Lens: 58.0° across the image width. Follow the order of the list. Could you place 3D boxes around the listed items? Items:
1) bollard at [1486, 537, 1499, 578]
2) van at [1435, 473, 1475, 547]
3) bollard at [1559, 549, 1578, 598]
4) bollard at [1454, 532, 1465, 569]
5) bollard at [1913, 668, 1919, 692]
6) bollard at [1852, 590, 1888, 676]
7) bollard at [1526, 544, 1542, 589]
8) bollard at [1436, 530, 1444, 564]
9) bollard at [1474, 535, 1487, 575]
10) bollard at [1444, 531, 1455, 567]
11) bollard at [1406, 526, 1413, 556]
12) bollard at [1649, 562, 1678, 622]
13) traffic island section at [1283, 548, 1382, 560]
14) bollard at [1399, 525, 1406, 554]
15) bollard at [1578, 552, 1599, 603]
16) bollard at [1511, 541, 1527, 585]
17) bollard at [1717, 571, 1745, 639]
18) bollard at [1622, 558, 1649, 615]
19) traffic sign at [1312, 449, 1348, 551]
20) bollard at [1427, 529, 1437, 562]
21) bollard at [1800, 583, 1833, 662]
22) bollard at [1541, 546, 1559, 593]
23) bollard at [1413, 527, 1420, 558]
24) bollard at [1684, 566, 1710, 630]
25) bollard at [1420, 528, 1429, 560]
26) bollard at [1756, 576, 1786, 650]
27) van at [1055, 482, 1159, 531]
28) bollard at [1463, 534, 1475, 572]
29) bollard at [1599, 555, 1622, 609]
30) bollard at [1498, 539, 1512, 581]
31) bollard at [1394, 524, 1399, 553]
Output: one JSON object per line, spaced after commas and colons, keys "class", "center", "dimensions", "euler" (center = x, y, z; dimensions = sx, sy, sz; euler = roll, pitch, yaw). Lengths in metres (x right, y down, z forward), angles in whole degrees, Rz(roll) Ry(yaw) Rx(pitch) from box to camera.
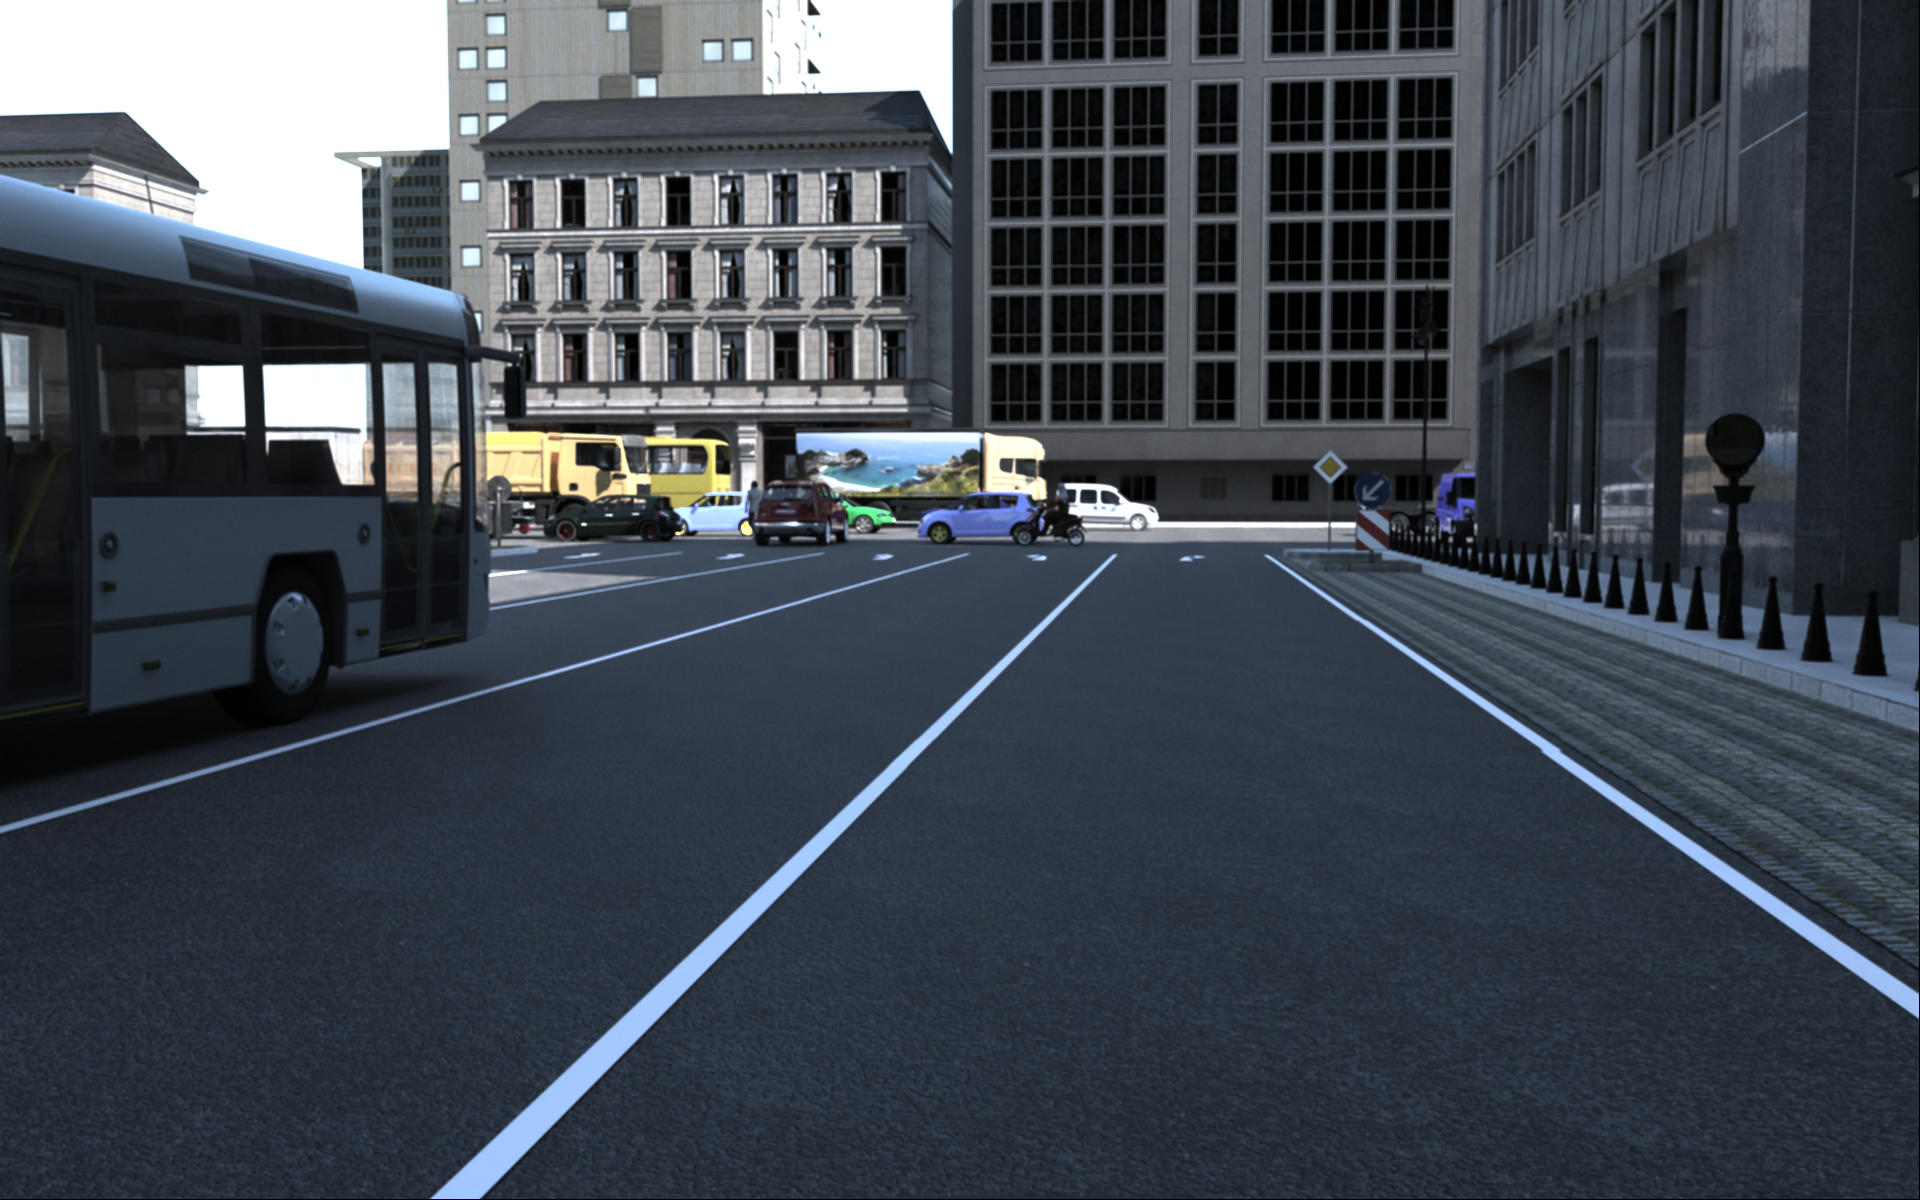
{"class": "bollard", "center": [8.270, -0.649, 26.652], "dimensions": [0.229, 0.601, 0.229], "euler": [0, 3, 0]}
{"class": "van", "center": [14.555, -2.693, 48.417], "dimensions": [2.240, 2.365, 5.245], "euler": [1, 4, 9]}
{"class": "bollard", "center": [7.628, -0.336, 21.538], "dimensions": [0.229, 0.601, 0.229], "euler": [0, 3, 0]}
{"class": "bollard", "center": [8.657, -0.837, 29.722], "dimensions": [0.229, 0.601, 0.229], "euler": [0, 3, 0]}
{"class": "bollard", "center": [6.333, 0.293, 11.248], "dimensions": [0.229, 0.601, 0.229], "euler": [0, 3, 0]}
{"class": "bollard", "center": [6.464, 0.230, 12.285], "dimensions": [0.229, 0.601, 0.229], "euler": [0, 3, 0]}
{"class": "bollard", "center": [7.886, -0.462, 23.589], "dimensions": [0.229, 0.601, 0.229], "euler": [0, 3, 0]}
{"class": "bollard", "center": [8.917, -0.963, 31.779], "dimensions": [0.229, 0.601, 0.229], "euler": [0, 3, 0]}
{"class": "bollard", "center": [8.400, -0.712, 27.675], "dimensions": [0.229, 0.601, 0.229], "euler": [0, 3, 0]}
{"class": "bollard", "center": [8.783, -0.899, 30.747], "dimensions": [0.229, 0.601, 0.229], "euler": [0, 3, 0]}
{"class": "bollard", "center": [9.431, -1.214, 35.886], "dimensions": [0.229, 0.601, 0.229], "euler": [0, 3, 0]}
{"class": "bollard", "center": [7.112, -0.085, 17.428], "dimensions": [0.229, 0.601, 0.229], "euler": [0, 3, 0]}
{"class": "traffic island section", "center": [8.375, -1.034, 39.190], "dimensions": [2.009, 0.180, 2.903], "euler": [0, 4, 7]}
{"class": "bollard", "center": [9.559, -1.277, 36.926], "dimensions": [0.229, 0.601, 0.229], "euler": [0, 3, 0]}
{"class": "bollard", "center": [7.501, -0.274, 20.515], "dimensions": [0.229, 0.601, 0.229], "euler": [0, 3, 0]}
{"class": "bollard", "center": [8.010, -0.524, 24.609], "dimensions": [0.229, 0.601, 0.229], "euler": [0, 3, 0]}
{"class": "bollard", "center": [6.852, 0.041, 15.368], "dimensions": [0.229, 0.601, 0.229], "euler": [0, 3, 0]}
{"class": "bollard", "center": [7.244, -0.149, 18.471], "dimensions": [0.229, 0.601, 0.229], "euler": [0, 3, 0]}
{"class": "traffic sign", "center": [8.351, -2.170, 39.115], "dimensions": [0.795, 2.450, 0.064], "euler": [0, 4, 7]}
{"class": "bollard", "center": [9.043, -1.026, 32.814], "dimensions": [0.229, 0.601, 0.229], "euler": [0, 3, 0]}
{"class": "bollard", "center": [6.596, 0.166, 13.321], "dimensions": [0.229, 0.601, 0.229], "euler": [0, 3, 0]}
{"class": "bollard", "center": [7.753, -0.399, 22.560], "dimensions": [0.229, 0.601, 0.229], "euler": [0, 3, 0]}
{"class": "bollard", "center": [9.304, -1.151, 34.854], "dimensions": [0.229, 0.601, 0.229], "euler": [0, 3, 0]}
{"class": "bollard", "center": [6.979, -0.021, 16.393], "dimensions": [0.229, 0.601, 0.229], "euler": [0, 3, 0]}
{"class": "bollard", "center": [9.171, -1.088, 33.833], "dimensions": [0.229, 0.601, 0.229], "euler": [0, 3, 0]}
{"class": "bollard", "center": [6.727, 0.104, 14.347], "dimensions": [0.229, 0.601, 0.229], "euler": [0, 3, 0]}
{"class": "van", "center": [5.770, -3.748, 68.293], "dimensions": [4.112, 2.044, 2.013], "euler": [1, 4, 9]}
{"class": "bollard", "center": [8.527, -0.774, 28.704], "dimensions": [0.229, 0.601, 0.229], "euler": [0, 3, 0]}
{"class": "bollard", "center": [7.372, -0.211, 19.496], "dimensions": [0.229, 0.601, 0.229], "euler": [0, 3, 0]}
{"class": "bollard", "center": [8.140, -0.586, 25.627], "dimensions": [0.229, 0.601, 0.229], "euler": [0, 3, 0]}
{"class": "bollard", "center": [9.692, -1.340, 37.957], "dimensions": [0.229, 0.601, 0.229], "euler": [0, 3, 0]}
